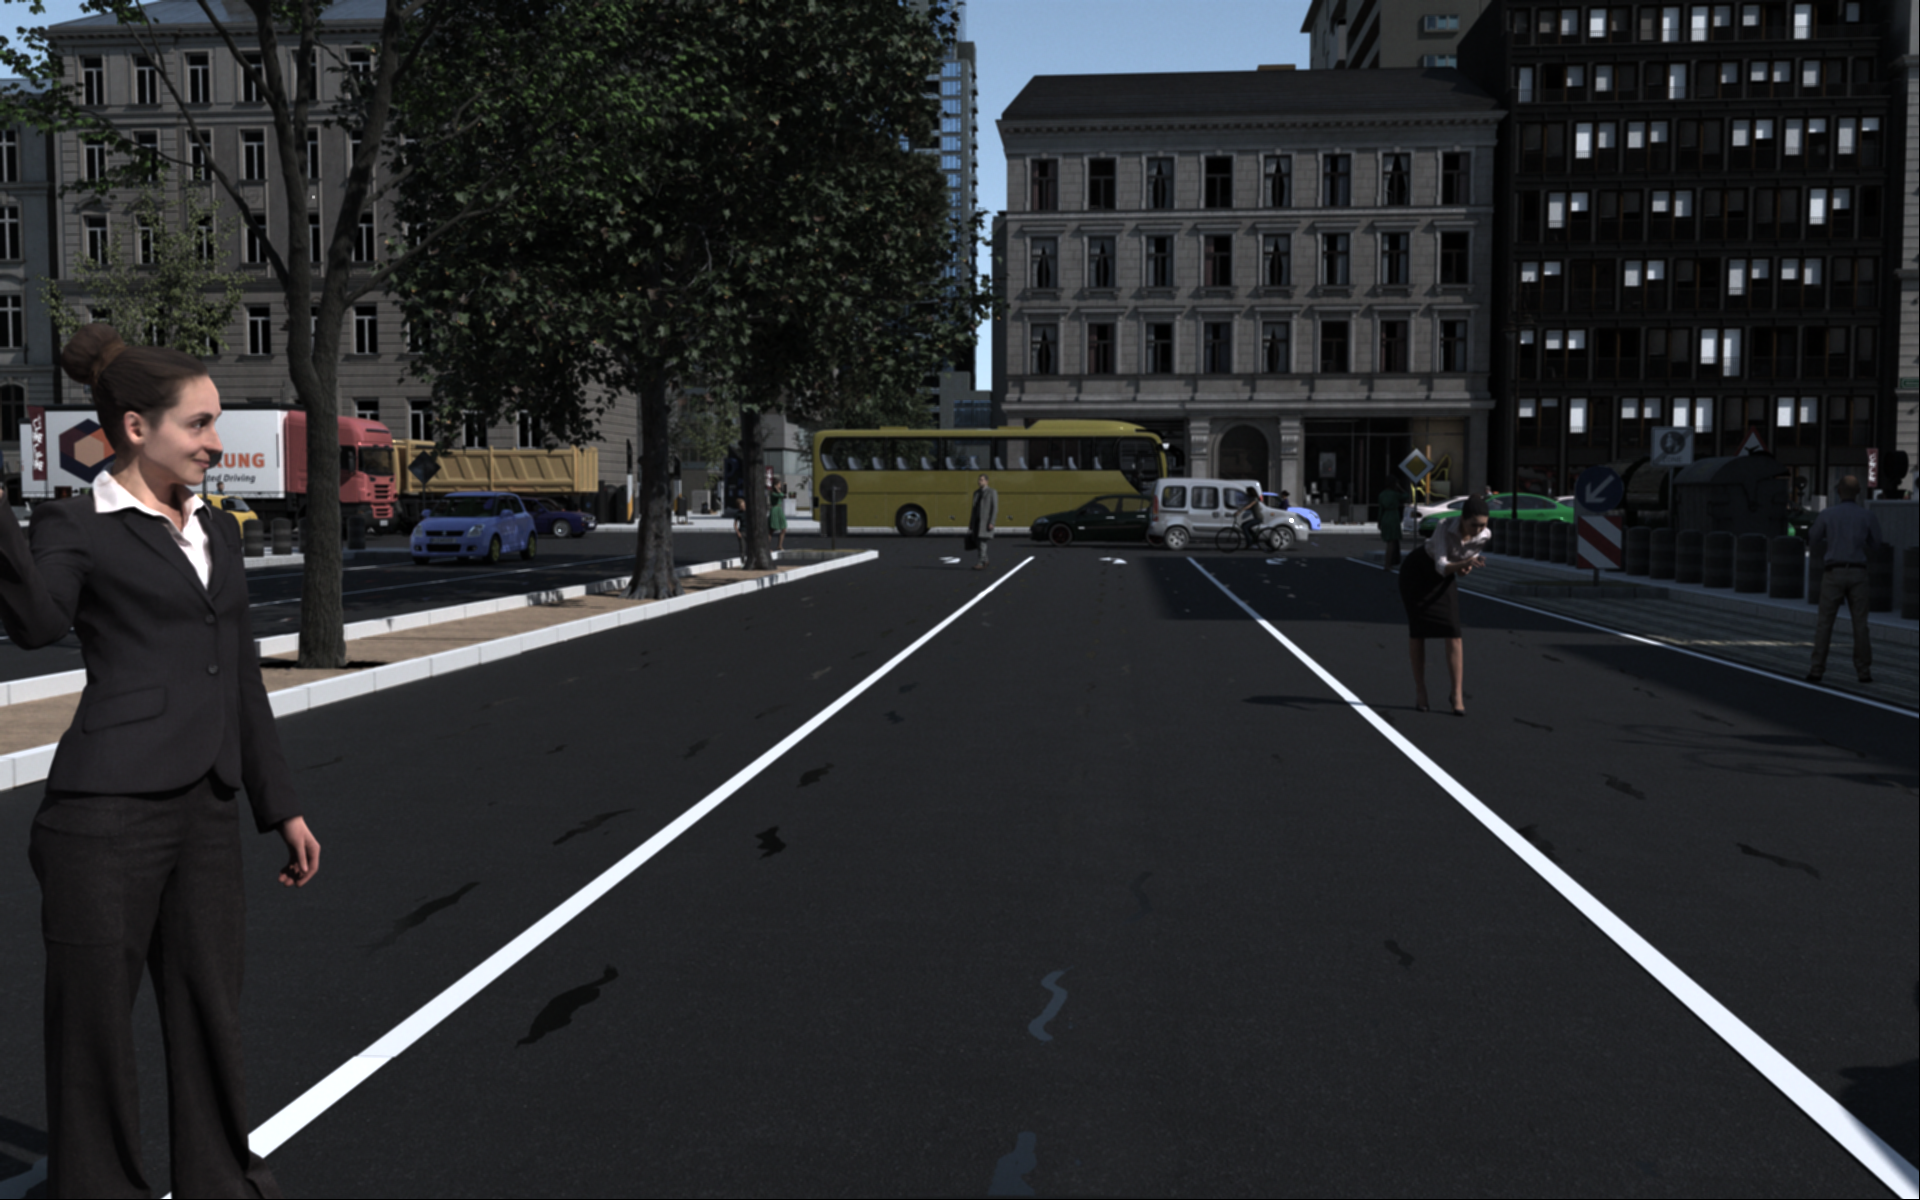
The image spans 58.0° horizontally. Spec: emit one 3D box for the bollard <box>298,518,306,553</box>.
[{"bbox_3d":[-14.212,-1.408,37.745,0.404,0.777,0.398,0,3,0],"label":"bollard"}]

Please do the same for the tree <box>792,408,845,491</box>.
[{"bbox_3d":[-10.101,-10.510,122.206,4.360,8.622,3.978,0,3,0],"label":"tree"}]

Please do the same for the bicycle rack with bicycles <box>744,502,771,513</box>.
[{"bbox_3d":[-13.071,-6.102,113.156,2.925,0.926,2.852,-3,4,-36],"label":"bicycle rack with bicycles"}]

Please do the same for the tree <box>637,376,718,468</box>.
[{"bbox_3d":[-16.506,-8.988,97.321,4.360,8.622,3.978,0,3,0],"label":"tree"}]

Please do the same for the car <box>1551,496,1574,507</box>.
[{"bbox_3d":[20.197,-2.796,58.070,4.827,1.381,2.083,0,4,5],"label":"car"}]

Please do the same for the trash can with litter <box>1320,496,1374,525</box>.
[{"bbox_3d":[16.251,-3.743,72.249,1.678,1.210,2.233,-2,4,-35],"label":"trash can with litter"}]

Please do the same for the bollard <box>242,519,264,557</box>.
[{"bbox_3d":[-14.425,-1.262,35.346,0.404,0.777,0.398,0,3,0],"label":"bollard"}]

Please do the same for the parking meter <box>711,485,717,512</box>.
[{"bbox_3d":[-16.544,-6.774,116.464,0.255,1.863,0.399,1,4,14],"label":"parking meter"}]

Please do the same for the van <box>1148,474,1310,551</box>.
[{"bbox_3d":[6.899,-2.296,44.544,4.112,2.044,2.013,0,4,4],"label":"van"}]

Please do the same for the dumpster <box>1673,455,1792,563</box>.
[{"bbox_3d":[11.819,-1.271,26.546,1.264,1.857,1.865,0,4,5],"label":"dumpster"}]

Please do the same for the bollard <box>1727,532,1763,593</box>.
[{"bbox_3d":[10.329,-0.482,22.592,0.404,0.777,0.398,0,3,0],"label":"bollard"}]

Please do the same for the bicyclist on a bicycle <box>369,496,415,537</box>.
[{"bbox_3d":[-19.160,-2.957,58.376,1.625,1.676,1.499,0,4,5],"label":"bicyclist on a bicycle"}]

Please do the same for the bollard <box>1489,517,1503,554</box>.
[{"bbox_3d":[11.621,-1.365,37.034,0.404,0.777,0.398,0,3,0],"label":"bollard"}]

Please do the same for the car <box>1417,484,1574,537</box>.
[{"bbox_3d":[15.826,-2.563,50.696,4.718,1.807,1.959,0,4,6],"label":"car"}]

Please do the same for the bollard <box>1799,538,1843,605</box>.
[{"bbox_3d":[10.111,-0.335,20.188,0.404,0.777,0.398,0,3,0],"label":"bollard"}]

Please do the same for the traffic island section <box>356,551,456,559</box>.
[{"bbox_3d":[-12.281,-1.065,39.696,2.009,0.180,2.903,0,4,5],"label":"traffic island section"}]

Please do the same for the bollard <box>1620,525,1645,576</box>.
[{"bbox_3d":[10.753,-0.774,27.380,0.404,0.777,0.398,0,3,0],"label":"bollard"}]

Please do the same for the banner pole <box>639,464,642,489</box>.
[{"bbox_3d":[-19.384,-7.072,105.645,0.401,3.779,0.863,-3,4,-36],"label":"banner pole"}]

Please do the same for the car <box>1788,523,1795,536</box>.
[{"bbox_3d":[18.007,-2.067,42.587,4.718,1.807,1.959,0,4,3],"label":"car"}]

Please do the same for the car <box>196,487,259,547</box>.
[{"bbox_3d":[-20.603,-2.174,45.763,3.980,1.641,2.015,0,4,6],"label":"car"}]

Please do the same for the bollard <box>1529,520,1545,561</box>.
[{"bbox_3d":[11.291,-1.143,33.401,0.404,0.777,0.398,0,3,0],"label":"bollard"}]

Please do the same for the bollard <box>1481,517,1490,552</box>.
[{"bbox_3d":[11.733,-1.439,38.252,0.404,0.777,0.398,0,3,0],"label":"bollard"}]

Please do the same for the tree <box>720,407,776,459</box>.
[{"bbox_3d":[-15.558,-10.742,125.994,4.360,8.622,3.978,0,3,0],"label":"tree"}]

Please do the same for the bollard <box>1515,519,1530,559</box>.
[{"bbox_3d":[11.404,-1.216,34.604,0.404,0.777,0.398,0,3,0],"label":"bollard"}]

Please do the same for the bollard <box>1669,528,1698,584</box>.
[{"bbox_3d":[10.545,-0.628,24.985,0.404,0.777,0.398,0,3,0],"label":"bollard"}]

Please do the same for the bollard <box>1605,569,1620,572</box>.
[{"bbox_3d":[10.863,-0.848,28.588,0.404,0.777,0.398,0,3,0],"label":"bollard"}]

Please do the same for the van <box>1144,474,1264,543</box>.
[{"bbox_3d":[6.981,-2.713,51.368,4.112,2.044,2.013,0,4,6],"label":"van"}]

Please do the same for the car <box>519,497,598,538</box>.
[{"bbox_3d":[-13.959,-2.704,56.792,3.894,1.354,1.945,0,4,6],"label":"car"}]

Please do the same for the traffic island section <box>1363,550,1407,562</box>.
[{"bbox_3d":[9.921,-0.944,37.711,2.009,0.180,2.903,0,4,5],"label":"traffic island section"}]

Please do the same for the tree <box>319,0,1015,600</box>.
[{"bbox_3d":[-4.176,-6.366,23.552,9.611,12.733,9.660,0,3,0],"label":"tree"}]

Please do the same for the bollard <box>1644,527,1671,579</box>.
[{"bbox_3d":[10.648,-0.701,26.183,0.404,0.777,0.398,0,3,0],"label":"bollard"}]

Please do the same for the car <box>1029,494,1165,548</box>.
[{"bbox_3d":[4.005,-2.297,47.340,4.222,1.686,2.009,0,4,6],"label":"car"}]

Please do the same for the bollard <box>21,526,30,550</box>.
[{"bbox_3d":[-15.071,-0.821,28.138,0.404,0.777,0.398,0,3,0],"label":"bollard"}]

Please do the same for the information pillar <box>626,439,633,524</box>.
[{"bbox_3d":[-14.025,-5.027,73.547,0.183,3.616,0.504,0,4,6],"label":"information pillar"}]

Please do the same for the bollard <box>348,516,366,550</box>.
[{"bbox_3d":[-13.994,-1.555,40.145,0.404,0.777,0.398,0,3,0],"label":"bollard"}]

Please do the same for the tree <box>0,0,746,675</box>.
[{"bbox_3d":[-5.162,-5.234,13.783,9.928,11.665,9.643,0,3,0],"label":"tree"}]

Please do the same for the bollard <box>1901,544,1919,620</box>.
[{"bbox_3d":[9.895,-0.187,17.777,0.404,0.777,0.398,0,3,0],"label":"bollard"}]

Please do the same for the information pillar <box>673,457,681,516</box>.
[{"bbox_3d":[-16.737,-6.799,102.512,0.504,3.616,0.183,2,4,32],"label":"information pillar"}]

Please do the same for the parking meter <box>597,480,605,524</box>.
[{"bbox_3d":[-15.198,-4.132,73.262,0.255,1.863,0.399,-2,4,-31],"label":"parking meter"}]

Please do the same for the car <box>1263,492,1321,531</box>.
[{"bbox_3d":[10.696,-3.102,60.317,3.694,1.707,1.945,0,4,7],"label":"car"}]

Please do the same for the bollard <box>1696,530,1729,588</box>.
[{"bbox_3d":[10.434,-0.555,23.789,0.404,0.777,0.398,0,3,0],"label":"bollard"}]

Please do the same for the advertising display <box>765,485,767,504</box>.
[{"bbox_3d":[-14.169,-7.192,122.799,0.974,1.923,0.123,0,4,-5],"label":"advertising display"}]

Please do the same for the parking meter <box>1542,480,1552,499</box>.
[{"bbox_3d":[23.868,-3.960,70.455,0.255,1.863,0.399,3,5,41],"label":"parking meter"}]

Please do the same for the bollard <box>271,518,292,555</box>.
[{"bbox_3d":[-14.317,-1.335,36.546,0.404,0.777,0.398,0,3,0],"label":"bollard"}]

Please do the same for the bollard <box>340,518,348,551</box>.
[{"bbox_3d":[-14.101,-1.482,38.948,0.404,0.777,0.398,0,3,0],"label":"bollard"}]

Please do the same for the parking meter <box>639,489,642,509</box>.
[{"bbox_3d":[-20.459,-6.460,111.335,0.255,1.863,0.399,0,4,8],"label":"parking meter"}]

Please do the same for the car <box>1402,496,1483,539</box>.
[{"bbox_3d":[16.207,-2.532,53.768,4.827,1.381,2.083,0,4,4],"label":"car"}]

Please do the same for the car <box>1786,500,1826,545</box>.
[{"bbox_3d":[22.663,-2.371,48.545,4.222,1.686,2.009,0,4,6],"label":"car"}]

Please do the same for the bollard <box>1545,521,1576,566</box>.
[{"bbox_3d":[11.189,-1.070,32.204,0.404,0.777,0.398,0,3,0],"label":"bollard"}]

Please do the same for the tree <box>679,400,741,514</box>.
[{"bbox_3d":[-14.850,-9.535,106.260,4.737,8.622,4.395,0,3,0],"label":"tree"}]

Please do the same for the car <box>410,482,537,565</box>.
[{"bbox_3d":[-10.189,-1.636,36.344,1.945,1.707,3.694,0,4,4],"label":"car"}]

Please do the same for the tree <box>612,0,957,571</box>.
[{"bbox_3d":[-3.958,-7.489,32.324,7.806,13.903,7.818,0,3,0],"label":"tree"}]

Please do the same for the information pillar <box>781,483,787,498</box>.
[{"bbox_3d":[-11.898,-6.892,117.171,0.304,2.012,0.304,-2,4,-35],"label":"information pillar"}]

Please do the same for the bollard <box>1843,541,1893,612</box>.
[{"bbox_3d":[10.006,-0.261,18.981,0.404,0.777,0.398,0,3,0],"label":"bollard"}]

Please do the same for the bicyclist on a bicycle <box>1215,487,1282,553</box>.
[{"bbox_3d":[7.018,-1.962,42.096,1.625,1.676,1.499,0,4,5],"label":"bicyclist on a bicycle"}]

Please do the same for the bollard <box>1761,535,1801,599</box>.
[{"bbox_3d":[10.220,-0.408,21.392,0.404,0.777,0.398,0,3,0],"label":"bollard"}]

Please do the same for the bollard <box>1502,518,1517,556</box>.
[{"bbox_3d":[11.509,-1.290,35.814,0.404,0.777,0.398,0,3,0],"label":"bollard"}]
